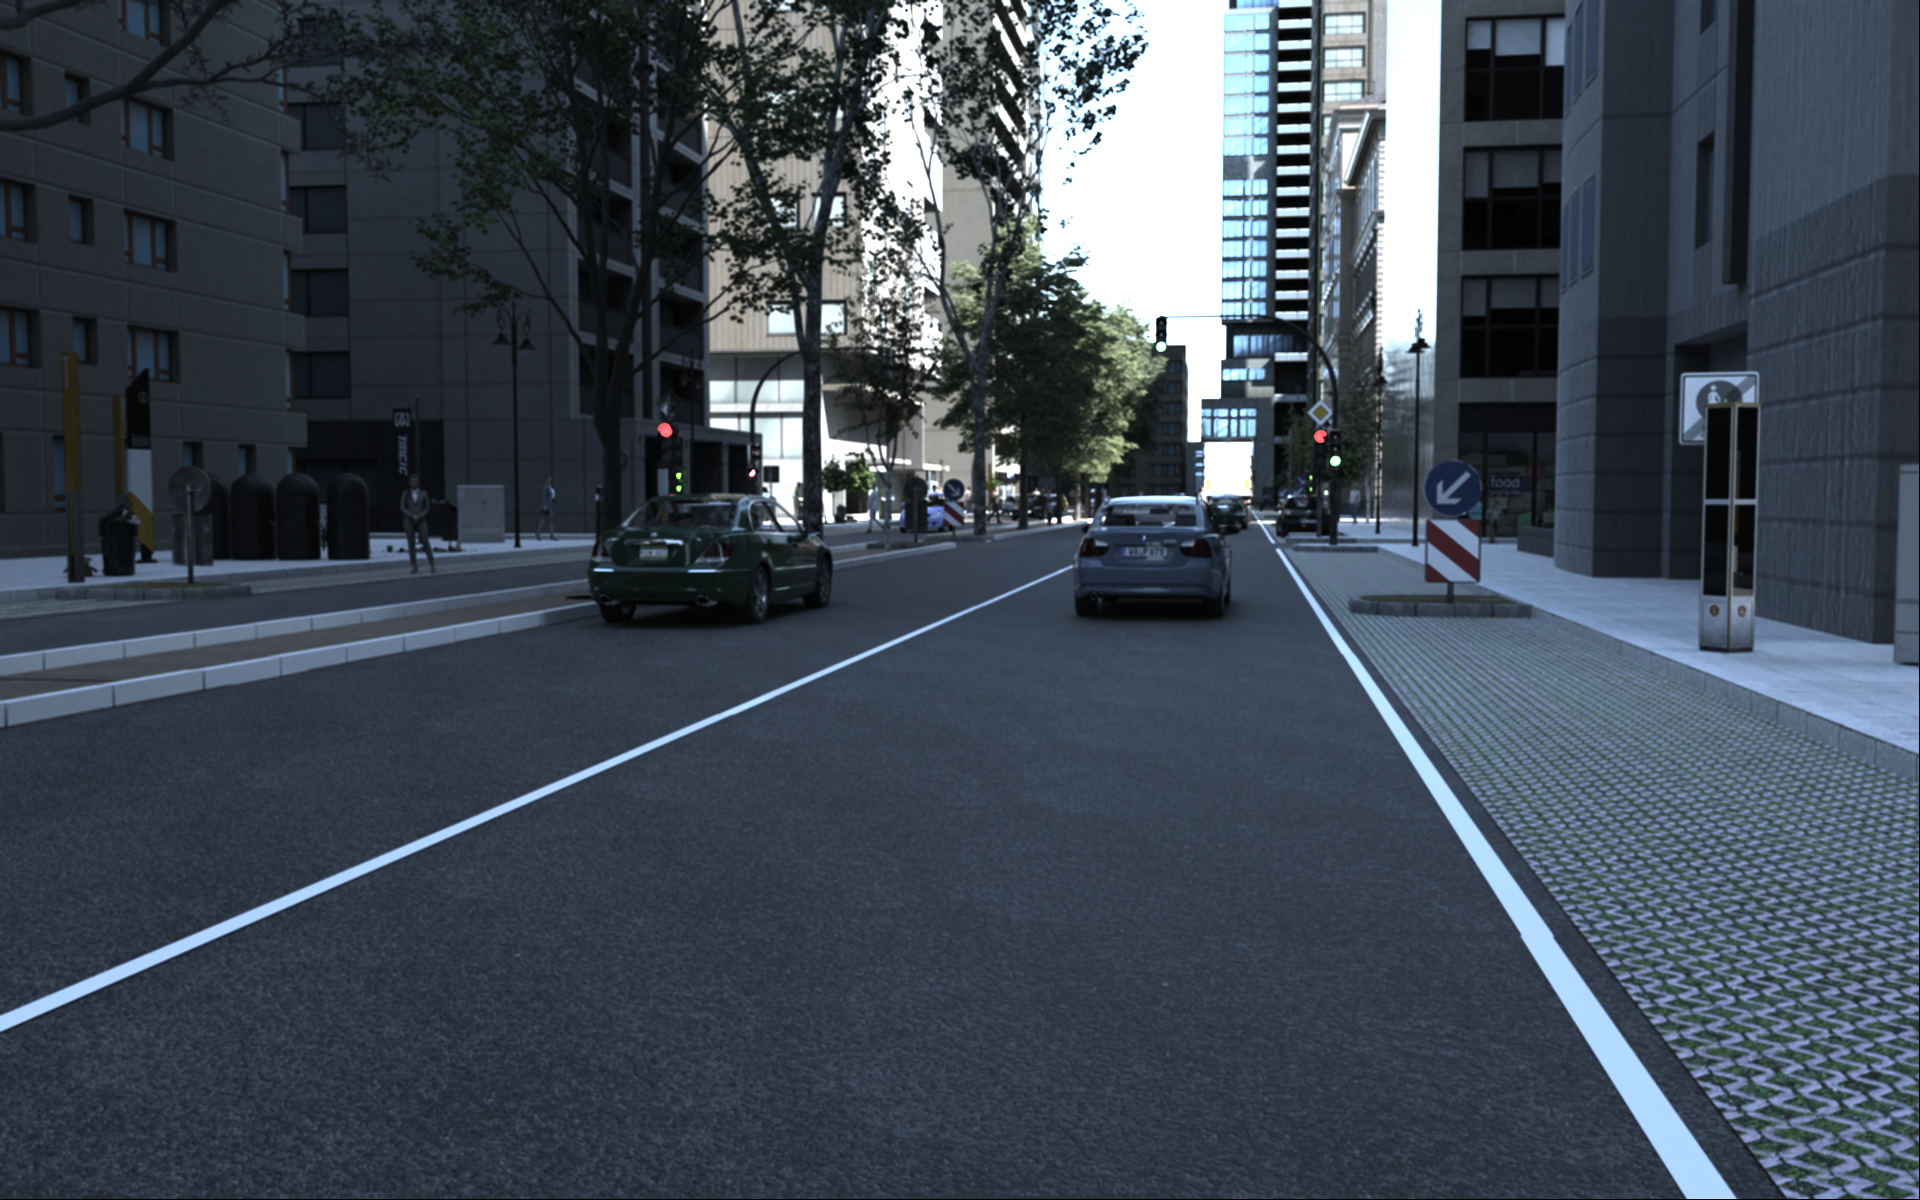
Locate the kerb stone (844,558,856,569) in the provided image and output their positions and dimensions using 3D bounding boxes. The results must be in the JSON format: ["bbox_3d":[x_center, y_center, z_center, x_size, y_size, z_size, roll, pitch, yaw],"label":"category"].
[{"bbox_3d":[-2.223,-0.684,33.383,0.120,0.150,1.000,1,4,9],"label":"kerb stone"}]

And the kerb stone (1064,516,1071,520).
[{"bbox_3d":[5.984,-4.577,97.027,0.120,0.150,1.000,1,4,9],"label":"kerb stone"}]

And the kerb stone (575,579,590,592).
[{"bbox_3d":[-5.598,-0.212,25.669,0.120,0.150,1.000,1,4,9],"label":"kerb stone"}]

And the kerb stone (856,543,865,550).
[{"bbox_3d":[-2.640,-1.326,43.874,0.120,0.150,1.000,1,4,9],"label":"kerb stone"}]

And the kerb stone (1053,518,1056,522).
[{"bbox_3d":[4.665,-4.081,88.917,0.120,0.150,1.000,1,4,9],"label":"kerb stone"}]

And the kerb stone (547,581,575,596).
[{"bbox_3d":[-5.762,-0.151,24.659,0.120,0.150,1.000,1,4,9],"label":"kerb stone"}]

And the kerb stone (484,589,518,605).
[{"bbox_3d":[-6.080,-0.025,22.636,0.120,0.150,1.000,1,4,9],"label":"kerb stone"}]

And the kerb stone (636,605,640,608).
[{"bbox_3d":[-4.190,0.058,21.240,0.120,0.150,1.000,1,4,9],"label":"kerb stone"}]

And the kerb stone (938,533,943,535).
[{"bbox_3d":[-0.757,-2.034,55.509,0.120,0.150,1.000,1,4,9],"label":"kerb stone"}]

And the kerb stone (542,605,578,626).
[{"bbox_3d":[-4.513,0.182,19.222,0.120,0.150,1.000,1,4,9],"label":"kerb stone"}]

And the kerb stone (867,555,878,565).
[{"bbox_3d":[-1.890,-0.808,35.400,0.120,0.150,1.000,1,4,9],"label":"kerb stone"}]

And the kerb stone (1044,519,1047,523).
[{"bbox_3d":[4.012,-3.830,84.872,0.120,0.150,1.000,1,4,9],"label":"kerb stone"}]

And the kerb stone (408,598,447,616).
[{"bbox_3d":[-6.414,0.097,20.613,0.120,0.150,1.000,1,4,9],"label":"kerb stone"}]

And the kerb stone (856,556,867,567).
[{"bbox_3d":[-2.053,-0.744,34.391,0.120,0.150,1.000,1,4,9],"label":"kerb stone"}]

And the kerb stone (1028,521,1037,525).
[{"bbox_3d":[3.349,-3.585,80.822,0.120,0.150,1.000,1,4,9],"label":"kerb stone"}]

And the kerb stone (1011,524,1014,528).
[{"bbox_3d":[2.033,-3.089,72.703,0.120,0.150,1.000,1,4,9],"label":"kerb stone"}]

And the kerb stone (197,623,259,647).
[{"bbox_3d":[-7.071,0.348,16.570,0.120,0.150,1.000,1,4,9],"label":"kerb stone"}]

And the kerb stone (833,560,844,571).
[{"bbox_3d":[-2.392,-0.618,32.372,0.120,0.150,1.000,1,4,9],"label":"kerb stone"}]

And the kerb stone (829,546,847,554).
[{"bbox_3d":[-2.973,-1.203,41.858,0.120,0.150,1.000,1,4,9],"label":"kerb stone"}]

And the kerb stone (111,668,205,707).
[{"bbox_3d":[-5.662,0.615,12.147,0.120,0.150,1.000,1,4,9],"label":"kerb stone"}]

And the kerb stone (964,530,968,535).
[{"bbox_3d":[0.064,-2.342,60.562,0.120,0.150,1.000,1,4,9],"label":"kerb stone"}]

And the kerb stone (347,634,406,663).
[{"bbox_3d":[-5.173,0.432,15.180,0.120,0.150,1.000,1,4,9],"label":"kerb stone"}]

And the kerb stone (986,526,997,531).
[{"bbox_3d":[1.220,-2.780,67.654,0.120,0.150,1.000,1,4,9],"label":"kerb stone"}]

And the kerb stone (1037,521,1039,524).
[{"bbox_3d":[3.519,-3.648,81.834,0.120,0.150,1.000,1,4,9],"label":"kerb stone"}]

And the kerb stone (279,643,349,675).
[{"bbox_3d":[-5.333,0.491,14.170,0.120,0.150,1.000,1,4,9],"label":"kerb stone"}]

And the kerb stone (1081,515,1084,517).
[{"bbox_3d":[7.788,-5.258,108.163,0.120,0.150,1.000,1,4,9],"label":"kerb stone"}]

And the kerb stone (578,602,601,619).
[{"bbox_3d":[-4.359,0.120,20.232,0.120,0.150,1.000,1,4,9],"label":"kerb stone"}]

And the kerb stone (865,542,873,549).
[{"bbox_3d":[-2.479,-1.385,44.884,0.120,0.150,1.000,1,4,9],"label":"kerb stone"}]

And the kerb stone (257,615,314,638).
[{"bbox_3d":[-6.910,0.282,17.583,0.120,0.150,1.000,1,4,9],"label":"kerb stone"}]

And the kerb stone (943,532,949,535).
[{"bbox_3d":[-0.586,-2.099,56.517,0.120,0.150,1.000,1,4,9],"label":"kerb stone"}]

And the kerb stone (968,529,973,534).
[{"bbox_3d":[0.231,-2.409,61.585,0.120,0.150,1.000,1,4,9],"label":"kerb stone"}]

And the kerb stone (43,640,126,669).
[{"bbox_3d":[-7.399,0.468,14.548,0.120,0.150,1.000,1,4,9],"label":"kerb stone"}]

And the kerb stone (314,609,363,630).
[{"bbox_3d":[-6.739,0.222,18.591,0.120,0.150,1.000,1,4,9],"label":"kerb stone"}]

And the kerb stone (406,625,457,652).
[{"bbox_3d":[-5.007,0.371,16.188,0.120,0.150,1.000,1,4,9],"label":"kerb stone"}]

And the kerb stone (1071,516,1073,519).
[{"bbox_3d":[6.148,-4.639,98.041,0.120,0.150,1.000,1,4,9],"label":"kerb stone"}]

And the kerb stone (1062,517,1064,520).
[{"bbox_3d":[5.323,-4.325,92.985,0.120,0.150,1.000,1,4,9],"label":"kerb stone"}]

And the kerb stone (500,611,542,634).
[{"bbox_3d":[-4.679,0.244,18.214,0.120,0.150,1.000,1,4,9],"label":"kerb stone"}]

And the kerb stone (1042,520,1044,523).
[{"bbox_3d":[3.840,-3.769,83.864,0.120,0.150,1.000,1,4,9],"label":"kerb stone"}]

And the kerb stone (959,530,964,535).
[{"bbox_3d":[-0.100,-2.285,59.552,0.120,0.150,1.000,1,4,9],"label":"kerb stone"}]

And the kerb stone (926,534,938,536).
[{"bbox_3d":[-0.921,-1.974,54.500,0.120,0.150,1.000,1,4,9],"label":"kerb stone"}]

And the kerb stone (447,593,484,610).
[{"bbox_3d":[-6.248,0.035,21.622,0.120,0.150,1.000,1,4,9],"label":"kerb stone"}]

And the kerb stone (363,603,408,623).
[{"bbox_3d":[-6.572,0.159,19.604,0.120,0.150,1.000,1,4,9],"label":"kerb stone"}]

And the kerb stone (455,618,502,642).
[{"bbox_3d":[-4.848,0.306,17.203,0.120,0.150,1.000,1,4,9],"label":"kerb stone"}]

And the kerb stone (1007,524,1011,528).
[{"bbox_3d":[1.869,-3.027,71.694,0.120,0.150,1.000,1,4,9],"label":"kerb stone"}]

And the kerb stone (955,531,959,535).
[{"bbox_3d":[-0.266,-2.223,58.536,0.120,0.150,1.000,1,4,9],"label":"kerb stone"}]

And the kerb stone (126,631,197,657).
[{"bbox_3d":[-7.237,0.408,15.561,0.120,0.150,1.000,1,4,9],"label":"kerb stone"}]

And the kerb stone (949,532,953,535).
[{"bbox_3d":[-0.424,-2.158,57.526,0.120,0.150,1.000,1,4,9],"label":"kerb stone"}]

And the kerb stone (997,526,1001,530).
[{"bbox_3d":[1.379,-2.842,68.664,0.120,0.150,1.000,1,4,9],"label":"kerb stone"}]

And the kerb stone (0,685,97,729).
[{"bbox_3d":[-5.825,0.677,11.135,0.120,0.150,1.000,1,4,9],"label":"kerb stone"}]

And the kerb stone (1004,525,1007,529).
[{"bbox_3d":[1.708,-2.960,70.683,0.120,0.150,1.000,1,4,9],"label":"kerb stone"}]

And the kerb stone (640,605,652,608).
[{"bbox_3d":[-4.024,-0.003,22.249,0.120,0.150,1.000,1,4,9],"label":"kerb stone"}]

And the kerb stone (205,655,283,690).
[{"bbox_3d":[-5.493,0.558,13.161,0.120,0.150,1.000,1,4,9],"label":"kerb stone"}]

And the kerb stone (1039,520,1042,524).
[{"bbox_3d":[3.673,-3.709,82.847,0.120,0.150,1.000,1,4,9],"label":"kerb stone"}]

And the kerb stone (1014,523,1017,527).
[{"bbox_3d":[2.192,-3.151,73.722,0.120,0.150,1.000,1,4,9],"label":"kerb stone"}]

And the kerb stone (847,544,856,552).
[{"bbox_3d":[-2.803,-1.263,42.866,0.120,0.150,1.000,1,4,9],"label":"kerb stone"}]

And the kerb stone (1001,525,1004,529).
[{"bbox_3d":[1.543,-2.901,69.674,0.120,0.150,1.000,1,4,9],"label":"kerb stone"}]

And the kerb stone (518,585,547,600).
[{"bbox_3d":[-5.930,-0.087,23.647,0.120,0.150,1.000,1,4,9],"label":"kerb stone"}]
